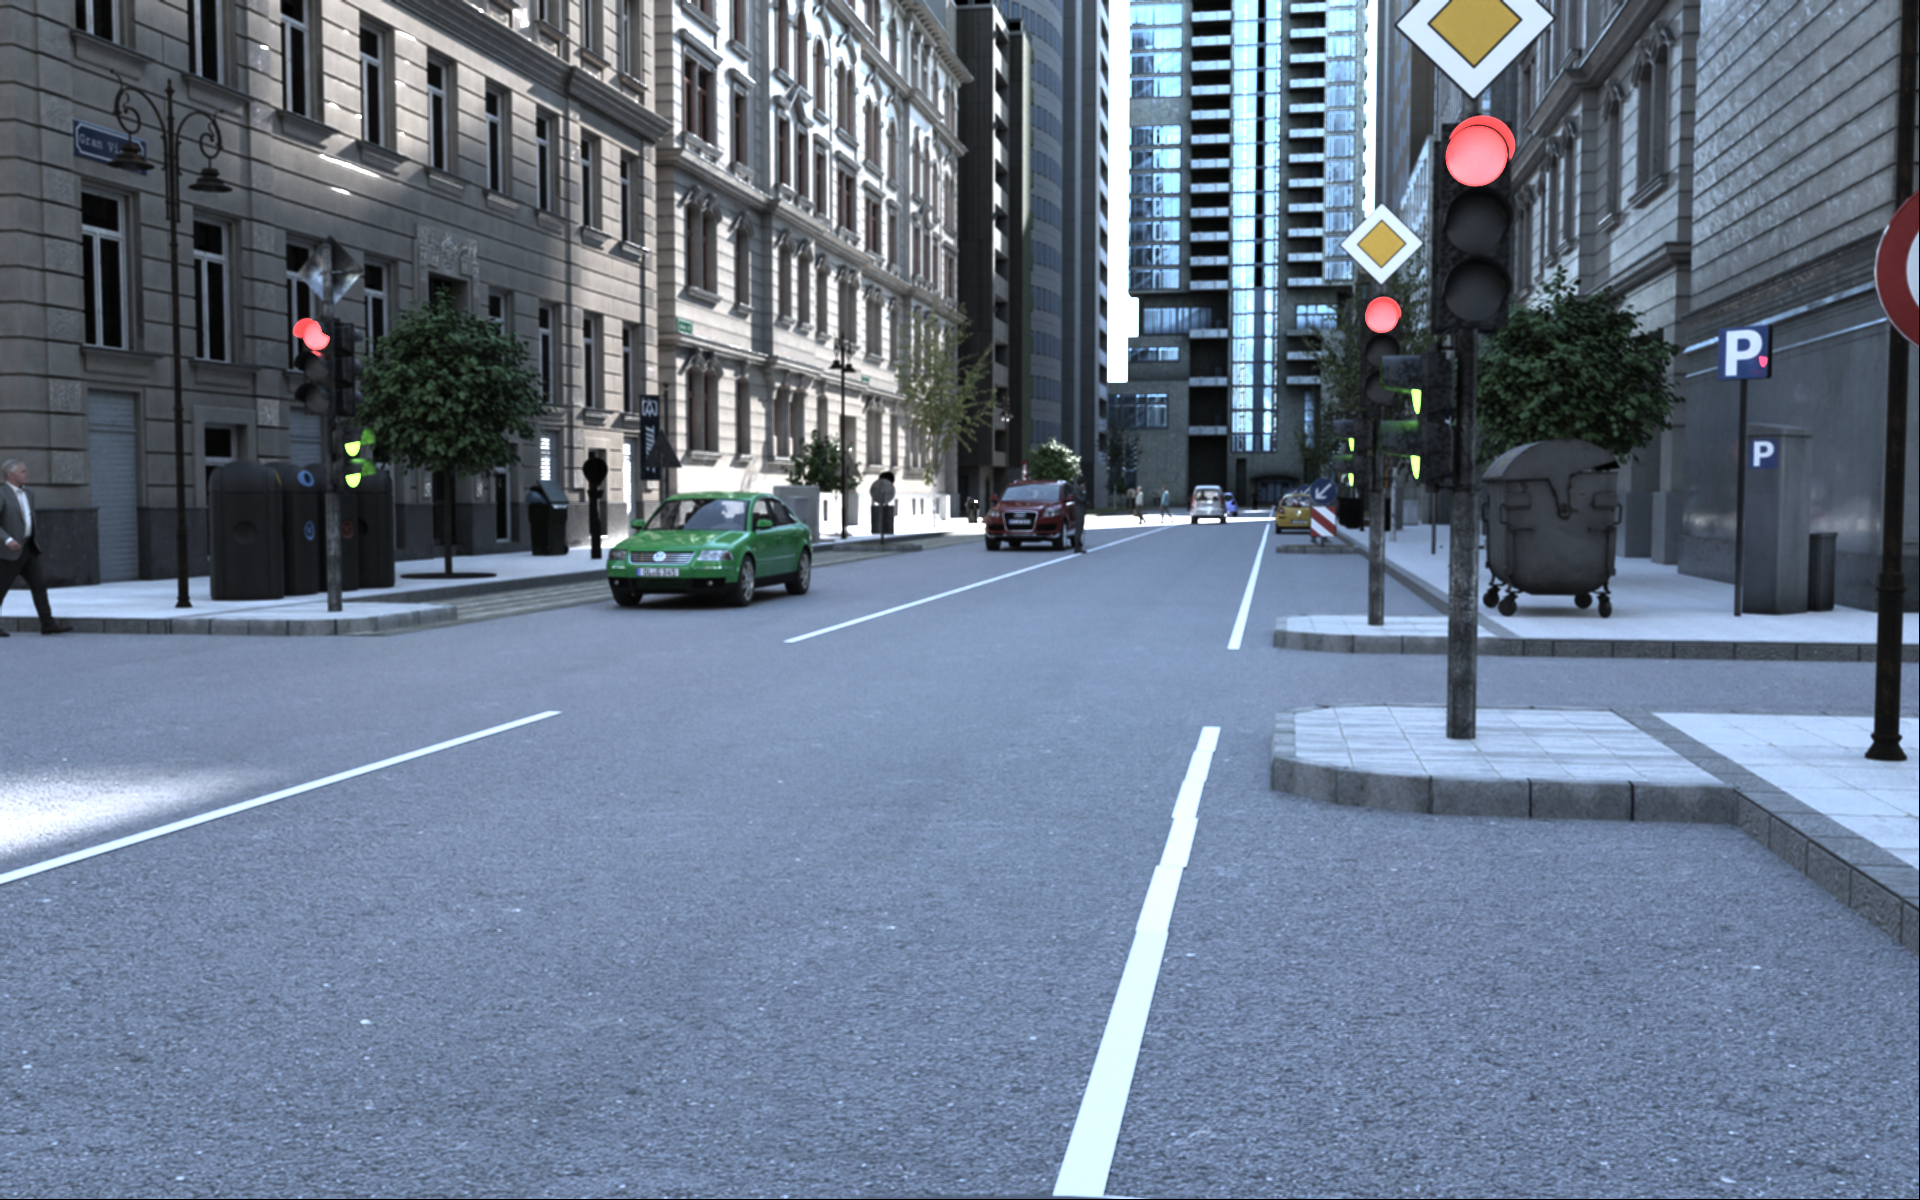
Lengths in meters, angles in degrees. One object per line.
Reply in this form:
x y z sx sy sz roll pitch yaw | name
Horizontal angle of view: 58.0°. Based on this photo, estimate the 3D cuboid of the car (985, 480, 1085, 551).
2.028 -2.260 45.621 2.281 1.827 5.304 1 4 12 | car

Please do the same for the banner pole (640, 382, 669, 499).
-6.745 -2.970 38.577 0.863 3.779 0.401 -2 4 -32 | banner pole

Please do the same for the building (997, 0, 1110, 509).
-0.907 -37.606 156.861 28.212 58.520 21.231 1 4 10 | building

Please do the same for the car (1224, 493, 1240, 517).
17.039 -6.248 111.749 1.945 1.707 3.694 1 4 11 | car

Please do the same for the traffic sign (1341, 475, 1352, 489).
20.027 -5.353 89.653 0.606 2.300 0.079 1 4 11 | traffic sign

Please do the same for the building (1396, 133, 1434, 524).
26.396 -13.828 80.847 10.420 20.320 16.860 1 4 10 | building

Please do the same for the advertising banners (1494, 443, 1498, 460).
11.914 -2.565 38.124 0.090 3.025 2.074 1 4 9 | advertising banners

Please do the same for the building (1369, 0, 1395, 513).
38.551 -35.094 115.786 21.231 58.520 28.212 1 4 10 | building

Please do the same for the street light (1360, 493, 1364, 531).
13.922 -5.322 59.800 0.468 5.910 1.993 1 4 10 | street light

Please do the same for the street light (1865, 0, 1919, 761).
4.493 -2.167 8.226 0.468 5.910 1.993 1 4 10 | street light

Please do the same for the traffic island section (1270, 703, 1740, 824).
2.659 0.805 9.120 2.009 0.180 2.903 1 4 10 | traffic island section

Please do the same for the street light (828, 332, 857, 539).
-3.340 -4.690 49.477 0.468 5.910 1.993 1 4 10 | street light

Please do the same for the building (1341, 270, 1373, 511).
46.768 -18.368 145.363 27.650 21.520 28.899 1 4 10 | building

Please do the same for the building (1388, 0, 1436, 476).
31.524 -27.260 95.810 14.600 45.320 14.200 1 4 10 | building

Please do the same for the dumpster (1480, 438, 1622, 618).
6.374 -0.793 18.724 1.264 1.857 1.865 1 4 10 | dumpster

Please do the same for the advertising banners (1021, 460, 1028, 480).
3.896 -5.717 89.659 2.074 3.025 0.090 -3 5 -40 | advertising banners

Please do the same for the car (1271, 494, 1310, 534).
12.487 -3.276 63.782 2.015 1.641 3.980 1 4 11 | car

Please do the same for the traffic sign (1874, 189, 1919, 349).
3.990 -0.411 6.820 0.768 2.556 0.104 1 4 18 | traffic sign

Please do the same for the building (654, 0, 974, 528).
-8.119 -18.095 83.249 14.401 28.519 23.554 1 4 10 | building

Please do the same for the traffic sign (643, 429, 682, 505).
-5.983 -2.125 34.754 0.884 2.594 0.081 1 4 20 | traffic sign

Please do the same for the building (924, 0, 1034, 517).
-3.599 -20.184 101.717 14.160 30.474 14.107 1 4 10 | building

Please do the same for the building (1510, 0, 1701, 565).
20.872 -15.470 40.320 14.401 28.519 23.554 1 4 10 | building

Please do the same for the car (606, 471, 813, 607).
-3.309 -0.901 23.531 1.959 1.807 4.718 1 4 10 | car

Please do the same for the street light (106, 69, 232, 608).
-8.795 -2.854 19.444 0.468 5.910 1.993 1 4 10 | street light

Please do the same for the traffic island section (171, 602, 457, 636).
-6.862 0.202 18.978 2.009 0.180 2.903 1 4 10 | traffic island section

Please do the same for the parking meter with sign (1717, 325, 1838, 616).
8.820 -1.366 18.600 1.738 3.016 0.543 -3 4 -38 | parking meter with sign

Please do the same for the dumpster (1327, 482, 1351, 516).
18.480 -4.832 84.757 1.264 1.857 1.865 1 4 10 | dumpster

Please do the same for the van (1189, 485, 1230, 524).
12.206 -4.763 84.884 2.013 2.044 4.112 1 4 10 | van

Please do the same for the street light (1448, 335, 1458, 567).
8.679 -3.517 30.286 0.468 5.910 1.993 1 4 10 | street light

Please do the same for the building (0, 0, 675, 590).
-15.793 -14.555 35.241 12.463 27.353 25.104 1 4 10 | building

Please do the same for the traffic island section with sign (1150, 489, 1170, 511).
16.689 -8.392 145.838 1.989 1.847 2.006 1 4 10 | traffic island section with sign

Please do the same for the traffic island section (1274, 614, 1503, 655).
4.097 0.325 16.975 2.009 0.180 2.903 1 4 10 | traffic island section

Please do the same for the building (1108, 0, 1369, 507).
30.247 -53.416 186.028 31.000 86.520 22.319 1 4 10 | building

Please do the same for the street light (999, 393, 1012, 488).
2.107 -6.500 79.068 0.468 5.910 1.993 1 4 10 | street light

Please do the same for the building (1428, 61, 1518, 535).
24.014 -14.924 62.026 12.078 24.808 19.932 1 4 10 | building

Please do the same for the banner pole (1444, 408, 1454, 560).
9.615 -2.679 33.818 0.401 3.779 0.863 -2 4 -34 | banner pole

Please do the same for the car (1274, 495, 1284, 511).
27.762 -8.269 147.775 1.945 1.354 3.894 1 4 9 | car

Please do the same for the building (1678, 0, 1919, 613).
19.526 -10.519 21.138 18.267 20.994 9.793 1 4 10 | building

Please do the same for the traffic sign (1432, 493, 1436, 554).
10.110 -2.250 36.901 0.768 2.556 0.104 1 4 11 | traffic sign

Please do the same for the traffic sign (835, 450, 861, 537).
-3.359 -3.139 51.330 0.884 2.594 0.081 1 4 14 | traffic sign

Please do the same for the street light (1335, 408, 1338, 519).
19.400 -7.124 89.272 0.468 5.910 1.993 1 4 10 | street light
